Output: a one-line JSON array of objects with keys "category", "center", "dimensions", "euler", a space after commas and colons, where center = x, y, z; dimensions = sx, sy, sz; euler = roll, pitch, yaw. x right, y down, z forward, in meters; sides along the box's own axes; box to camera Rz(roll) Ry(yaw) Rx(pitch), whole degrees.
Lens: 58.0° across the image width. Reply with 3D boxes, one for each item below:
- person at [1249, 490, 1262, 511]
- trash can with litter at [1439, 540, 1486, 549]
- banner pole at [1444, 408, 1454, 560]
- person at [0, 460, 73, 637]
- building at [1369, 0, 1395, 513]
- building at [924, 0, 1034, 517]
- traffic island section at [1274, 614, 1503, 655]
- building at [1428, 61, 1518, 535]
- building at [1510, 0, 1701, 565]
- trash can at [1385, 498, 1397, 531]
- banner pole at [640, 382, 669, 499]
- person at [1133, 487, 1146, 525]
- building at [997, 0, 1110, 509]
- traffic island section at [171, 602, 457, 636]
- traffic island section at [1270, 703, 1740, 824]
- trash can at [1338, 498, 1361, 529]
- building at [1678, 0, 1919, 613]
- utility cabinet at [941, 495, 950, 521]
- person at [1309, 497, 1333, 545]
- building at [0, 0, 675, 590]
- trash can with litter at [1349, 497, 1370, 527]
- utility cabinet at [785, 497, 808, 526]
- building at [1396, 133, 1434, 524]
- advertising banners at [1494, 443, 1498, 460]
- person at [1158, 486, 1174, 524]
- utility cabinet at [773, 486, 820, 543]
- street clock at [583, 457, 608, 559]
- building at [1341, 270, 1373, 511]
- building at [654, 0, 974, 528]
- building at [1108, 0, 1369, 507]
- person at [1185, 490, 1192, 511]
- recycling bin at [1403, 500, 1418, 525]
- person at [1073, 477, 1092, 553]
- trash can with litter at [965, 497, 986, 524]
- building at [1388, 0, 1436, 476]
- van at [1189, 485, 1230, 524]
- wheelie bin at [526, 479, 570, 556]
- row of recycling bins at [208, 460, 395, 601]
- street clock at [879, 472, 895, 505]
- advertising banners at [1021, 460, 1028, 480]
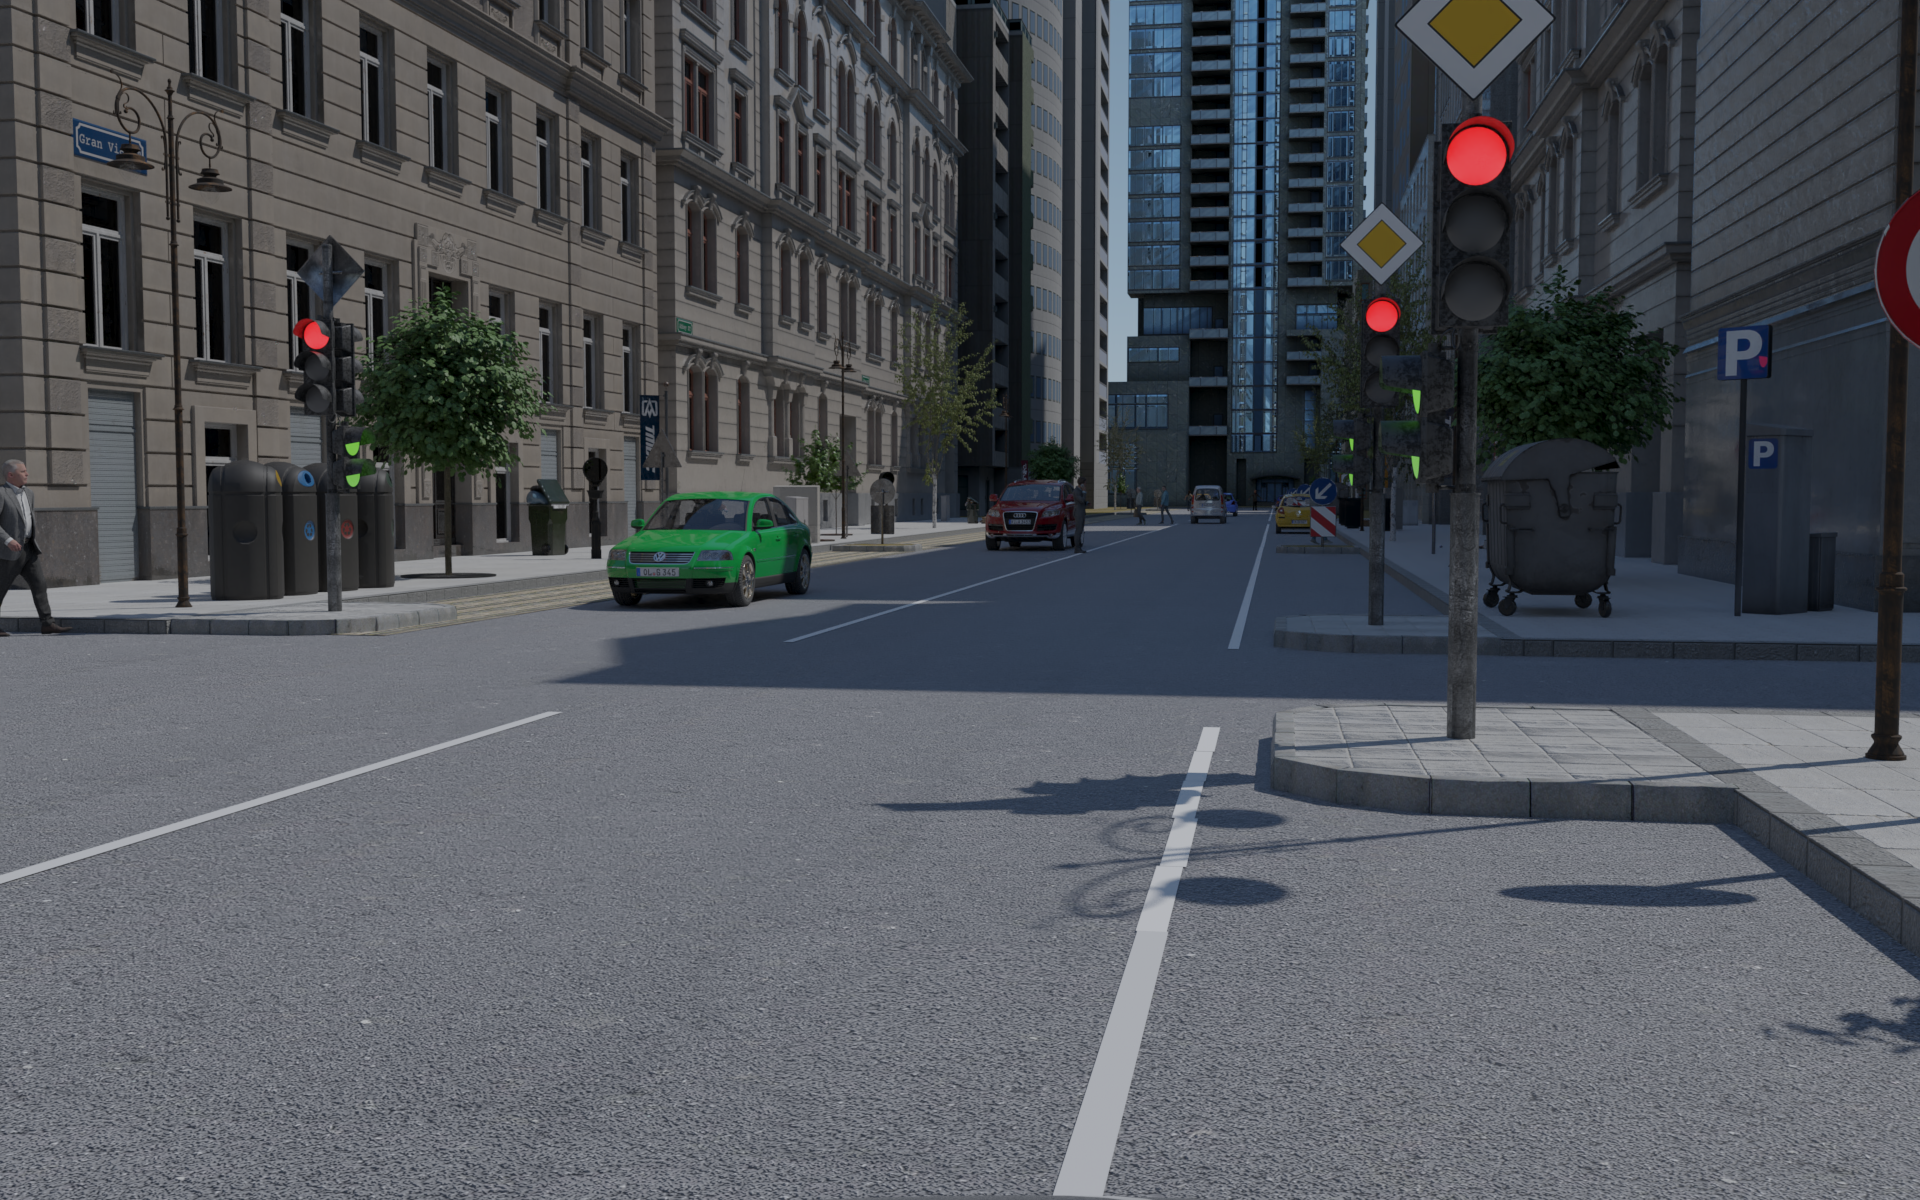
[{"category": "person", "center": [25.354, -8.569, 148.745], "dimensions": [1.348, 1.807, 0.705], "euler": [-1, 4, -20]}, {"category": "trash can with litter", "center": [12.261, -1.839, 41.120], "dimensions": [1.678, 1.210, 2.233], "euler": [1, 4, 16]}, {"category": "banner pole", "center": [9.615, -2.679, 33.818], "dimensions": [0.401, 3.779, 0.863], "euler": [-2, 4, -34]}, {"category": "person", "center": [-9.425, -0.521, 17.422], "dimensions": [0.834, 1.777, 0.661], "euler": [0, 4, 2]}, {"category": "building", "center": [38.551, -35.094, 115.786], "dimensions": [21.231, 58.520, 28.212], "euler": [1, 4, 10]}, {"category": "building", "center": [-3.599, -20.184, 101.717], "dimensions": [14.160, 30.474, 14.107], "euler": [1, 4, 10]}, {"category": "traffic island section", "center": [4.097, 0.325, 16.975], "dimensions": [2.009, 0.180, 2.903], "euler": [1, 4, 10]}, {"category": "building", "center": [24.014, -14.924, 62.026], "dimensions": [12.078, 24.808, 19.932], "euler": [1, 4, 10]}, {"category": "building", "center": [20.872, -15.470, 40.320], "dimensions": [14.401, 28.519, 23.554], "euler": [1, 4, 10]}, {"category": "trash can", "center": [14.727, -2.956, 59.976], "dimensions": [0.748, 1.137, 0.748], "euler": [0, 3, 0]}, {"category": "banner pole", "center": [-6.745, -2.970, 38.577], "dimensions": [0.863, 3.779, 0.401], "euler": [-2, 4, -32]}, {"category": "person", "center": [8.384, -4.383, 80.648], "dimensions": [0.515, 1.767, 0.782], "euler": [0, 4, -6]}, {"category": "building", "center": [-0.907, -37.606, 156.861], "dimensions": [28.212, 58.520, 21.231], "euler": [1, 4, 10]}, {"category": "traffic island section", "center": [-6.862, 0.202, 18.978], "dimensions": [2.009, 0.180, 2.903], "euler": [1, 4, 10]}, {"category": "traffic island section", "center": [2.659, 0.805, 9.120], "dimensions": [2.009, 0.180, 2.903], "euler": [1, 4, 10]}, {"category": "trash can", "center": [14.635, -3.230, 64.462], "dimensions": [0.748, 1.137, 0.748], "euler": [0, 3, 0]}, {"category": "building", "center": [19.526, -10.519, 21.138], "dimensions": [18.267, 20.994, 9.793], "euler": [1, 4, 10]}, {"category": "utility cabinet", "center": [-0.700, -4.320, 81.790], "dimensions": [0.306, 1.237, 1.020], "euler": [1, 4, 8]}, {"category": "person", "center": [10.209, -2.464, 48.772], "dimensions": [0.713, 1.824, 0.794], "euler": [2, 4, 26]}, {"category": "building", "center": [-15.793, -14.555, 35.241], "dimensions": [12.463, 27.353, 25.104], "euler": [1, 4, 10]}, {"category": "trash can with litter", "center": [15.782, -3.489, 68.440], "dimensions": [1.055, 1.170, 0.624], "euler": [1, 4, 14]}, {"category": "utility cabinet", "center": [-4.073, -1.970, 43.365], "dimensions": [0.306, 1.237, 1.020], "euler": [1, 4, 12]}, {"category": "building", "center": [26.396, -13.828, 80.847], "dimensions": [10.420, 20.320, 16.860], "euler": [1, 4, 10]}, {"category": "advertising banners", "center": [11.914, -2.565, 38.124], "dimensions": [0.090, 3.025, 2.074], "euler": [1, 4, 9]}, {"category": "person", "center": [9.864, -4.566, 83.009], "dimensions": [0.748, 1.841, 0.638], "euler": [3, 4, 36]}, {"category": "utility cabinet", "center": [-4.236, -2.214, 44.874], "dimensions": [1.173, 1.500, 0.318], "euler": [1, 4, 8]}, {"category": "street clock", "center": [-7.223, -1.821, 34.338], "dimensions": [0.471, 2.002, 0.358], "euler": [-1, 4, -18]}, {"category": "building", "center": [46.768, -18.368, 145.363], "dimensions": [27.650, 21.520, 28.899], "euler": [1, 4, 10]}, {"category": "building", "center": [-8.119, -18.095, 83.249], "dimensions": [14.401, 28.519, 23.554], "euler": [1, 4, 10]}, {"category": "building", "center": [30.247, -53.416, 186.028], "dimensions": [31.000, 86.520, 22.319], "euler": [1, 4, 10]}, {"category": "person", "center": [19.308, -8.327, 145.373], "dimensions": [0.721, 1.735, 1.217], "euler": [-3, 5, -42]}, {"category": "recycling bin", "center": [18.357, -3.577, 71.045], "dimensions": [0.722, 1.027, 0.722], "euler": [0, 4, 0]}, {"category": "person", "center": [2.964, -2.060, 41.983], "dimensions": [0.447, 1.846, 0.655], "euler": [1, 4, 9]}, {"category": "trash can with litter", "center": [0.777, -3.875, 74.751], "dimensions": [1.055, 1.170, 0.624], "euler": [-1, 4, -10]}, {"category": "building", "center": [31.524, -27.260, 95.810], "dimensions": [14.600, 45.320, 14.200], "euler": [1, 4, 10]}, {"category": "van", "center": [12.206, -4.763, 84.884], "dimensions": [2.013, 2.044, 4.112], "euler": [1, 4, 10]}, {"category": "wheelie bin", "center": [-8.658, -1.735, 36.273], "dimensions": [0.693, 1.594, 0.980], "euler": [2, 4, 25]}, {"category": "row of recycling bins", "center": [-8.518, -0.940, 22.476], "dimensions": [1.069, 1.692, 3.534], "euler": [1, 4, 11]}, {"category": "street clock", "center": [-2.359, -3.130, 55.753], "dimensions": [0.471, 2.002, 0.358], "euler": [-2, 4, -29]}, {"category": "advertising banners", "center": [3.896, -5.717, 89.659], "dimensions": [2.074, 3.025, 0.090], "euler": [-3, 5, -40]}]
